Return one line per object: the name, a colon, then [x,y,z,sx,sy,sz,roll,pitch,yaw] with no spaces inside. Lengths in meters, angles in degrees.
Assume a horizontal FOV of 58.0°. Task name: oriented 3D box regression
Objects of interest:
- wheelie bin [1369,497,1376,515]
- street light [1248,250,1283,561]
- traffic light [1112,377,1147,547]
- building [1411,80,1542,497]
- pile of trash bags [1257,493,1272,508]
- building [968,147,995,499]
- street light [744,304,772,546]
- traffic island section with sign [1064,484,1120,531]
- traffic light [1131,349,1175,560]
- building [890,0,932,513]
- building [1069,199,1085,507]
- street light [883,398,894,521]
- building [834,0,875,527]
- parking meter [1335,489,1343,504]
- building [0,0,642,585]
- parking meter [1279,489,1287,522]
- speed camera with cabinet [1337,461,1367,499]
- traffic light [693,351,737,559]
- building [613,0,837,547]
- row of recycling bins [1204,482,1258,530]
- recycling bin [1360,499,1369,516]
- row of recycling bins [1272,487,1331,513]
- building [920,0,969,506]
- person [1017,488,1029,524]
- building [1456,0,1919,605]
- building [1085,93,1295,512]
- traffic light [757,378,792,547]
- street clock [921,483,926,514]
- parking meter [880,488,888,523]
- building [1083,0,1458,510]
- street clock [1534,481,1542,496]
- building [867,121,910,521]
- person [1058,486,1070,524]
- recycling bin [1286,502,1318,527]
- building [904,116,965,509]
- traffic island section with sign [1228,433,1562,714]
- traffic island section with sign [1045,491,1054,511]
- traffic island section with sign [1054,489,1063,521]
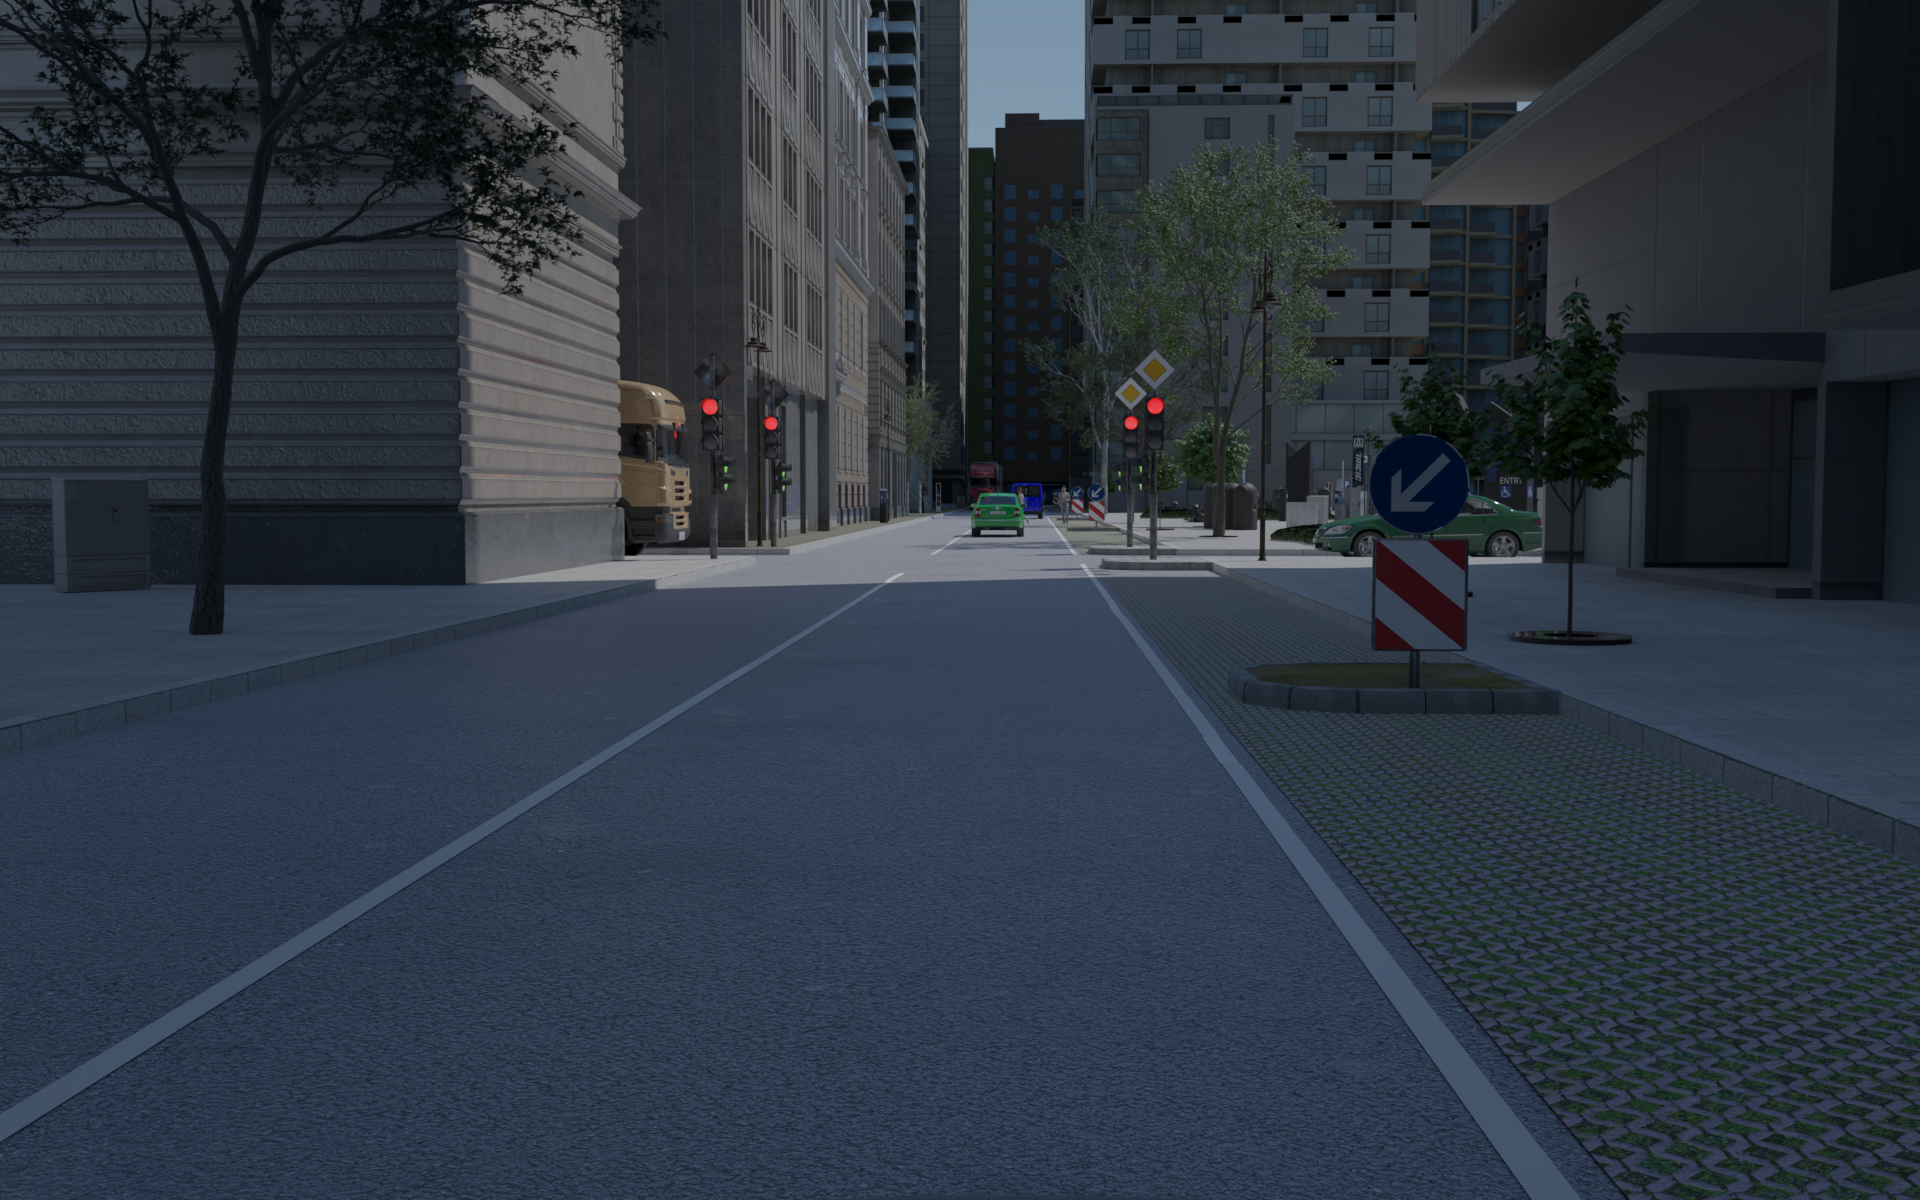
wheelie bin: [19.775,-4.549,82.280,0.980,1.594,0.693,2,4,25]
street light: [5.807,-3.688,33.089,0.468,5.910,1.993,0,4,2]
traffic light: [4.085,-3.230,41.738,0.839,4.253,0.868,0,4,2]
building: [43.555,-32.112,179.662,28.867,44.769,22.147,0,4,2]
pile of trash bags: [20.124,-6.331,113.268,1.912,1.369,3.447,-2,4,-28]
building: [-2.728,-32.039,207.430,14.086,41.232,14.154,0,4,2]
street light: [-4.914,-4.253,42.328,0.468,5.910,1.993,0,4,2]
traffic island section with sign: [5.144,-3.567,66.942,1.989,1.847,2.006,0,4,2]
traffic light: [3.763,-2.742,33.760,0.839,4.253,0.868,0,4,2]
building: [-13.010,-50.069,131.301,22.319,86.520,31.000,0,4,2]
building: [17.842,-24.434,171.193,14.160,30.474,14.107,0,4,2]
street light: [-3.417,-6.704,82.404,0.468,5.910,1.993,0,4,2]
building: [-10.840,-17.451,71.234,13.634,28.700,20.117,0,4,2]
parking meter: [18.006,-4.523,82.359,0.372,1.533,0.369,0,3,0]
building: [-15.980,-12.225,28.750,19.941,23.489,11.050,0,4,2]
parking meter: [15.069,-4.427,80.792,0.372,1.533,0.369,0,3,0]
speed camera with cabinet: [23.350,-6.617,102.524,2.038,3.252,0.660,1,4,12]
traffic light: [-4.842,-2.763,34.090,0.839,4.253,0.868,0,4,2]
building: [-10.795,-14.271,51.348,12.078,24.808,19.932,0,4,2]
row of recycling bins: [9.782,-3.412,62.902,1.069,1.692,3.534,-1,4,-14]
recycling bin: [23.004,-5.154,96.817,0.722,1.027,0.722,-1,4,-17]
row of recycling bins: [20.744,-6.003,105.258,3.534,1.692,1.069,1,4,15]
building: [-9.722,-45.484,181.918,20.611,71.187,20.563,0,4,2]
person: [2.836,-4.363,80.592,0.760,1.731,0.466,0,4,-5]
building: [21.442,-26.231,18.118,28.713,52.752,27.495,0,4,2]
building: [16.879,-21.848,128.919,14.160,30.474,14.107,0,4,2]
traffic light: [-4.520,-3.251,42.068,0.839,4.253,0.868,0,4,2]
street clock: [-2.476,-6.702,114.145,0.471,2.002,0.358,-3,5,-45]
parking meter: [-3.374,-4.180,76.749,0.372,1.533,0.369,0,3,0]
building: [24.469,-34.219,148.712,28.713,52.752,27.495,0,4,2]
street clock: [23.469,-4.017,70.251,0.358,2.002,0.471,2,4,34]
building: [-8.105,-14.788,90.930,9.793,20.994,18.267,0,4,2]
person: [4.998,-4.562,83.294,0.606,1.804,0.583,1,4,10]
recycling bin: [10.631,-2.527,53.871,0.722,1.027,0.722,-2,4,-24]
building: [-15.881,-28.649,160.298,32.217,40.220,23.993,0,4,2]
traffic island section with sign: [2.939,-0.216,12.160,1.989,1.847,2.006,0,4,2]
traffic island section with sign: [8.232,-8.250,143.522,1.989,1.847,2.006,0,4,2]
traffic island section with sign: [6.230,-5.214,93.875,1.989,1.847,2.006,0,4,2]
